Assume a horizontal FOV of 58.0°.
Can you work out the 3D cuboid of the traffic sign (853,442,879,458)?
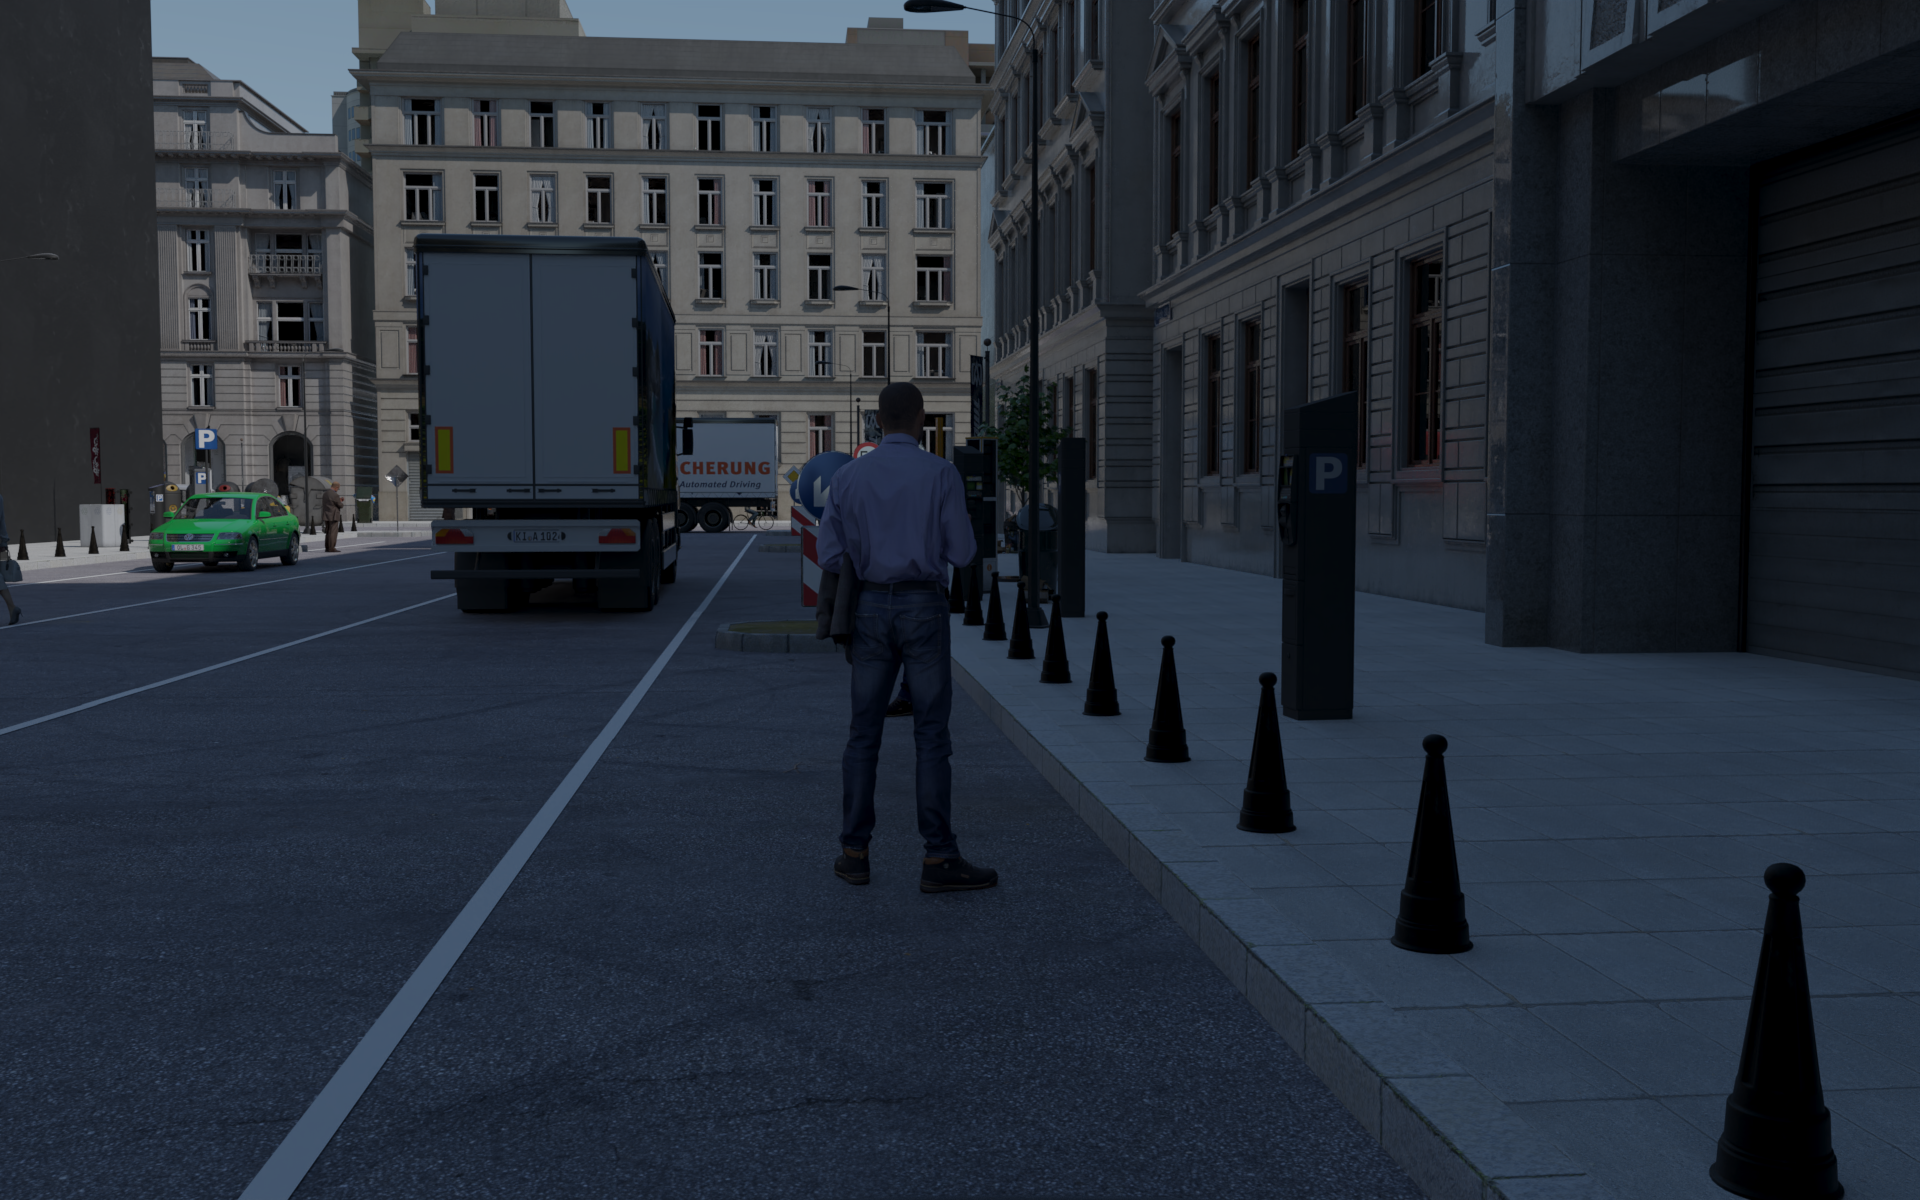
[{"bbox_3d":[-2.231,-2.578,42.259,0.768,2.556,0.104,0,4,-4],"label":"traffic sign"}]

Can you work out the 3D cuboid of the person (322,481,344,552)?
[{"bbox_3d":[-15.395,-2.044,42.610,0.565,1.739,0.600,1,4,10],"label":"person"}]

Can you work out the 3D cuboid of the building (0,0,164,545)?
[{"bbox_3d":[-32.320,-13.295,47.046,15.834,23.373,12.332,0,4,-6],"label":"building"}]

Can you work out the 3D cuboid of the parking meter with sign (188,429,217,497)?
[{"bbox_3d":[-20.568,-3.098,46.919,0.543,3.016,1.738,-2,4,-34],"label":"parking meter with sign"}]

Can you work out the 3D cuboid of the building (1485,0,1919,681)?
[{"bbox_3d":[11.471,-11.426,4.836,12.078,24.808,19.932,0,4,-6],"label":"building"}]

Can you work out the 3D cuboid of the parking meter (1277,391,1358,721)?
[{"bbox_3d":[2.035,-0.256,9.890,0.399,1.863,0.255,-1,4,-9],"label":"parking meter"}]

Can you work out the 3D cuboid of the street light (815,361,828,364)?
[{"bbox_3d":[-4.353,-5.385,60.579,1.470,5.913,1.316,0,4,-6],"label":"street light"}]

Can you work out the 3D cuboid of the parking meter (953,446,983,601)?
[{"bbox_3d":[0.100,-0.924,20.820,0.255,1.863,0.399,-2,4,-24],"label":"parking meter"}]

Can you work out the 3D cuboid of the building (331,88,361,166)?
[{"bbox_3d":[-73.086,-43.062,246.059,28.212,58.520,21.231,0,4,-6],"label":"building"}]

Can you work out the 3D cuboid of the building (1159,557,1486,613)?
[{"bbox_3d":[9.891,-11.572,25.352,11.583,22.565,21.152,0,4,-6],"label":"building"}]

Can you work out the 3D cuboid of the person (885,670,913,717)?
[{"bbox_3d":[-0.401,-0.122,11.309,0.431,1.722,0.655,0,4,8],"label":"person"}]

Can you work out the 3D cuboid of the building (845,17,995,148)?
[{"bbox_3d":[-4.014,-31.502,165.166,14.600,45.320,14.200,0,4,-6],"label":"building"}]

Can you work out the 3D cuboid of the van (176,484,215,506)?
[{"bbox_3d":[-31.855,-4.019,72.722,4.112,2.044,2.013,0,4,-7],"label":"van"}]

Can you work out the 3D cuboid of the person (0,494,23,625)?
[{"bbox_3d":[-10.545,-0.606,18.758,0.624,1.780,0.694,1,4,13],"label":"person"}]

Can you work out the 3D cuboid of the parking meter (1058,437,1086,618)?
[{"bbox_3d":[1.166,-0.758,18.113,0.255,1.863,0.399,0,4,-3],"label":"parking meter"}]

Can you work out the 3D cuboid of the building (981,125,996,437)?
[{"bbox_3d":[16.686,-16.628,90.928,30.058,24.678,14.314,0,4,-6],"label":"building"}]

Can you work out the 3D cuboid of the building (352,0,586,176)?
[{"bbox_3d":[-46.758,-33.417,170.062,21.300,48.544,21.600,0,4,-6],"label":"building"}]

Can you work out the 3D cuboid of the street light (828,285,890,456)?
[{"bbox_3d":[-2.129,-4.049,38.744,1.470,5.913,1.316,0,4,-6],"label":"street light"}]

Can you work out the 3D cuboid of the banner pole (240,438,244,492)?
[{"bbox_3d":[-32.116,-5.352,77.529,0.401,3.779,0.863,-1,4,-21],"label":"banner pole"}]

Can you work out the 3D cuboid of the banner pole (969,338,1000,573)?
[{"bbox_3d":[0.338,-2.307,27.730,0.401,3.779,0.863,2,4,27],"label":"banner pole"}]

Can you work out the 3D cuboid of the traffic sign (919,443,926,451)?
[{"bbox_3d":[-1.165,-2.466,40.430,0.768,2.556,0.104,0,4,-2],"label":"traffic sign"}]

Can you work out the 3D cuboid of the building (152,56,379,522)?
[{"bbox_3d":[-40.567,-14.843,84.477,24.055,21.916,13.314,0,4,-6],"label":"building"}]

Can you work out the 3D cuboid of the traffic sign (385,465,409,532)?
[{"bbox_3d":[-19.222,-3.395,59.158,0.795,2.450,0.064,0,4,-6],"label":"traffic sign"}]

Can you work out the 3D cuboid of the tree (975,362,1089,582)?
[{"bbox_3d":[1.070,-1.894,25.563,1.663,3.219,1.824,0,3,0],"label":"tree"}]

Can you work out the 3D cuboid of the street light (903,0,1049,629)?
[{"bbox_3d":[0.169,-2.684,16.430,1.470,5.913,1.316,0,4,-6],"label":"street light"}]

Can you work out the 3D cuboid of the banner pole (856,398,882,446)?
[{"bbox_3d":[-2.407,-3.363,44.998,0.863,3.779,0.401,0,4,-1],"label":"banner pole"}]

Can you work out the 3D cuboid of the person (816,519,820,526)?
[{"bbox_3d":[-3.874,-2.332,46.804,0.537,1.800,0.526,3,4,39],"label":"person"}]

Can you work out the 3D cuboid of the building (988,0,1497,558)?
[{"bbox_3d":[7.126,-12.886,46.845,11.583,22.565,21.152,0,4,-6],"label":"building"}]

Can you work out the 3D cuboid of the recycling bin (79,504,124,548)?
[{"bbox_3d":[-20.748,-1.795,41.898,0.722,1.027,0.722,1,4,15],"label":"recycling bin"}]

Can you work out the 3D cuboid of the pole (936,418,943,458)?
[{"bbox_3d":[-0.550,-3.204,46.232,0.158,3.312,0.155,0,3,0],"label":"pole"}]

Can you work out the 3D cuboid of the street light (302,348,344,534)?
[{"bbox_3d":[-20.289,-5.054,55.168,1.470,5.913,1.316,0,4,-6],"label":"street light"}]

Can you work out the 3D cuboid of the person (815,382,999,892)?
[{"bbox_3d":[-0.179,0.117,6.450,0.709,1.838,0.599,1,4,16],"label":"person"}]

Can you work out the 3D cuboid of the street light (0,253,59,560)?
[{"bbox_3d":[-18.091,-3.730,33.522,1.470,5.913,1.316,0,4,-6],"label":"street light"}]

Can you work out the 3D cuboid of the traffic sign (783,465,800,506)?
[{"bbox_3d":[-5.793,-3.477,60.484,0.795,2.450,0.064,0,4,-6],"label":"traffic sign"}]

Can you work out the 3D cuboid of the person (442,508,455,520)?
[{"bbox_3d":[-14.881,-2.424,50.404,0.388,1.546,0.482,-2,4,-31],"label":"person"}]

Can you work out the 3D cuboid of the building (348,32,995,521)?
[{"bbox_3d":[-13.860,-15.657,89.280,30.059,22.955,16.112,0,4,-6],"label":"building"}]

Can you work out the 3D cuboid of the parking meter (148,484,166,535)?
[{"bbox_3d":[-19.277,-2.030,41.598,0.372,1.533,0.369,0,3,0],"label":"parking meter"}]
